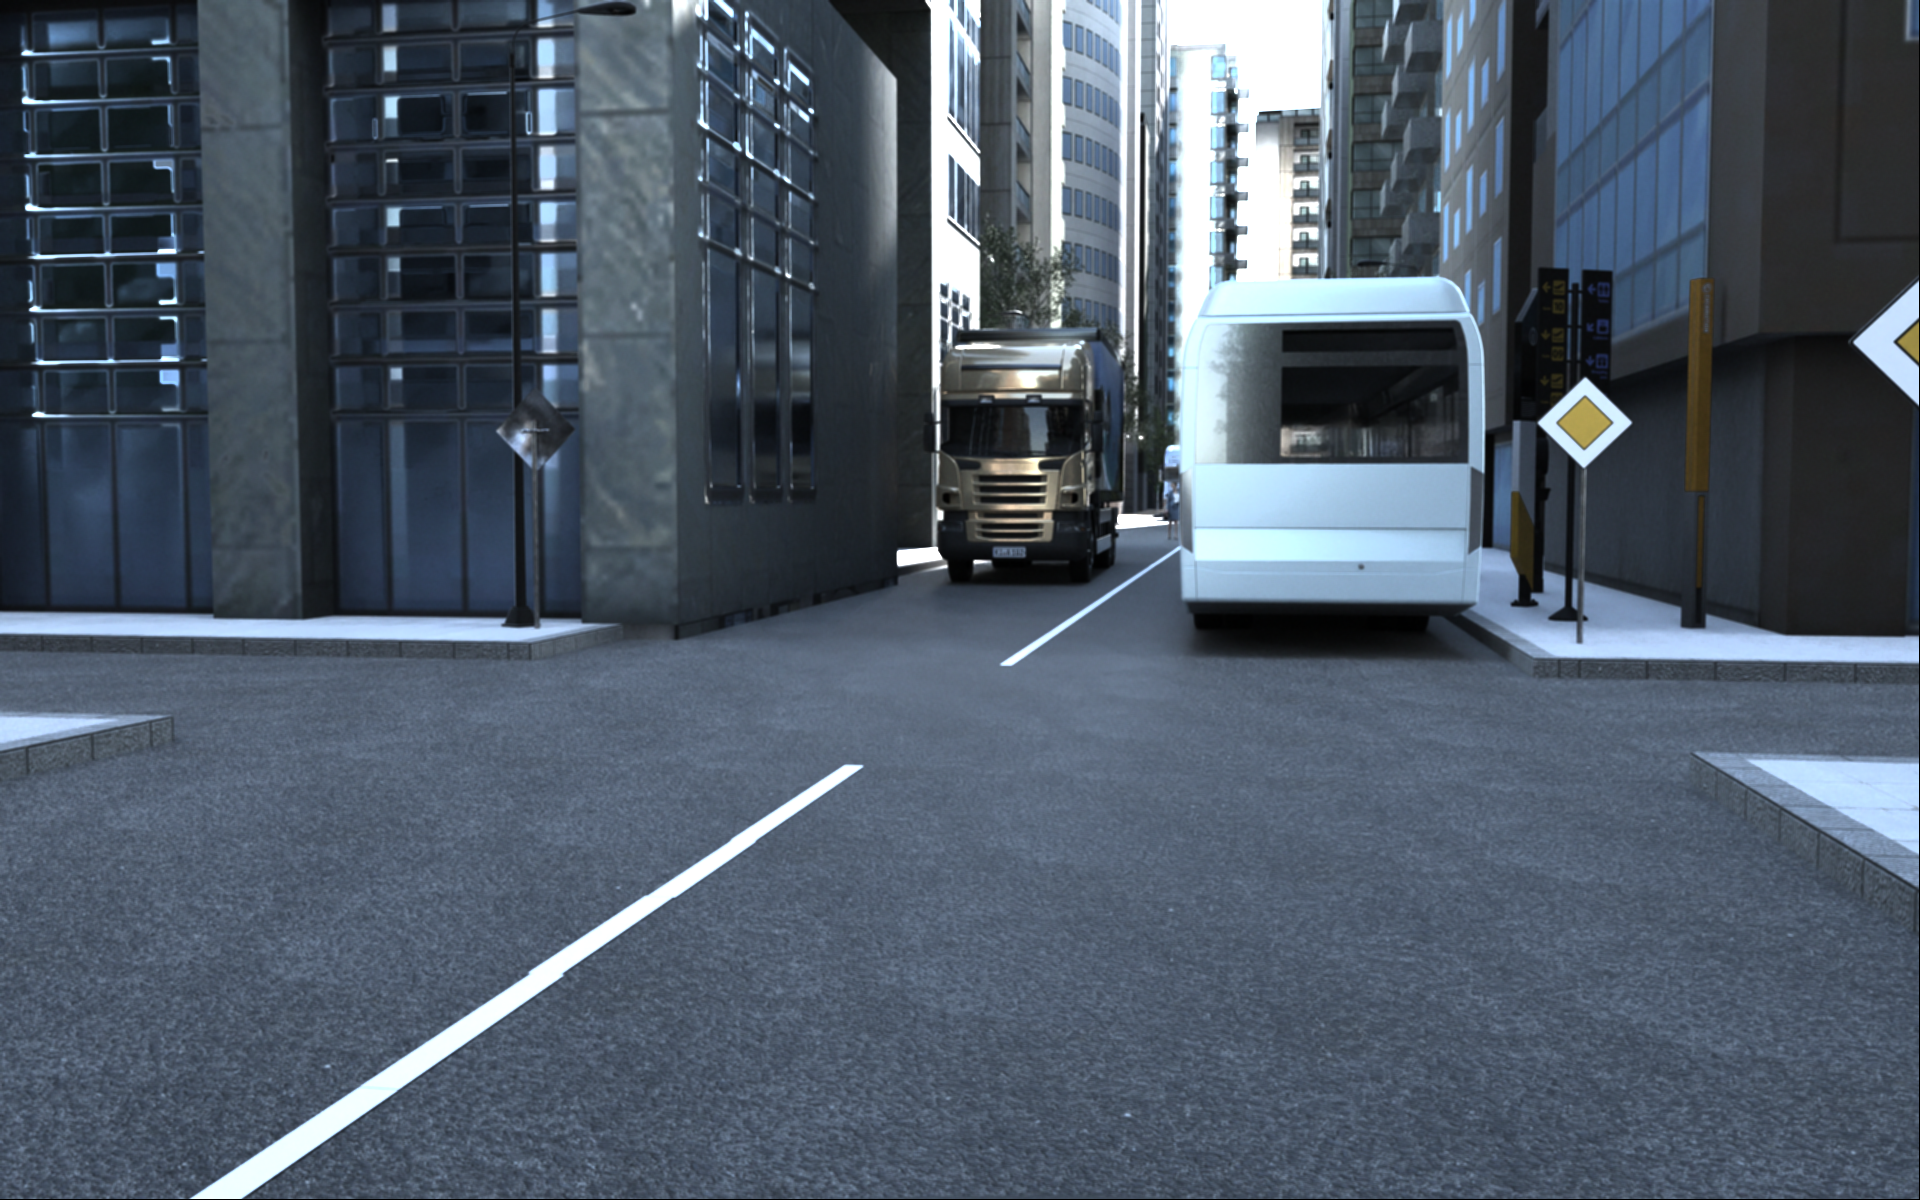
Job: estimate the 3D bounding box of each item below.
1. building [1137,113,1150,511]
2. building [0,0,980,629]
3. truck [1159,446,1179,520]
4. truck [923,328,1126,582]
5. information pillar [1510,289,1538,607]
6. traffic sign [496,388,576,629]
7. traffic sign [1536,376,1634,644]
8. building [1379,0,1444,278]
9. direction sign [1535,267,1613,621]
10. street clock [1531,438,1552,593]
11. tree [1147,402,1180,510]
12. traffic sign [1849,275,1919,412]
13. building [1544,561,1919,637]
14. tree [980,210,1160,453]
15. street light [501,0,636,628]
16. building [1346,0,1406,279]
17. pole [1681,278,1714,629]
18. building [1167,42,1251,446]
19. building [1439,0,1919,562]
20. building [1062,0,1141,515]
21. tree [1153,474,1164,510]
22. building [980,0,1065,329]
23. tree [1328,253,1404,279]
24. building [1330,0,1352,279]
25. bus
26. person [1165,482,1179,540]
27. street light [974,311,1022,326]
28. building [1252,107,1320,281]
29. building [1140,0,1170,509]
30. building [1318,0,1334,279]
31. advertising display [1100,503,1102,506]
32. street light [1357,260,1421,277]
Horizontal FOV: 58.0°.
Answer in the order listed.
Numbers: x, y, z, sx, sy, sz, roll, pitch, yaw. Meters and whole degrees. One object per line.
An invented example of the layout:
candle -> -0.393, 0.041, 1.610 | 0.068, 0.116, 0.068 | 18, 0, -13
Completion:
building -> 6.309, -21.716, 126.755 | 14.160, 30.474, 14.107 | 1, 4, 10
building -> -11.126, -43.965, 31.500 | 22.319, 86.520, 31.000 | 1, 4, 10
truck -> 13.442, -6.897, 102.517 | 2.967, 4.110, 18.799 | 0, 4, 8
truck -> 1.486, -2.613, 31.636 | 2.839, 4.237, 11.283 | 1, 4, 8
information pillar -> 6.422, -1.733, 19.690 | 0.183, 3.616, 0.504 | 3, 5, 40
traffic sign -> -4.030, -0.784, 16.454 | 0.795, 2.450, 0.064 | 1, 4, 10
traffic sign -> 5.322, -0.684, 14.823 | 0.795, 2.450, 0.064 | 1, 4, 10
building -> 28.912, -27.504, 69.303 | 23.786, 49.044, 30.456 | 1, 4, 10
direction sign -> 6.197, -1.562, 17.540 | 0.876, 3.537, 0.379 | -1, 4, -19
street clock -> 7.494, -1.097, 22.511 | 0.358, 2.002, 0.471 | 1, 4, 13
tree -> 15.549, -11.416, 137.010 | 4.737, 8.622, 4.395 | 0, 3, 0
traffic sign -> 3.962, -0.203, 6.954 | 0.795, 2.450, 0.064 | 1, 4, 10
building -> 15.215, -22.601, 19.643 | 14.200, 45.320, 14.600 | 1, 4, 10
tree -> 1.566, -7.542, 57.720 | 7.601, 10.594, 8.767 | -1, 4, -13
street light -> -3.733, -2.691, 16.546 | 1.470, 5.913, 1.316 | 1, 4, 10
building -> 29.120, -19.998, 98.669 | 14.160, 30.474, 14.107 | 1, 4, 10
pole -> 7.032, -1.386, 16.510 | 0.158, 3.312, 0.155 | 0, 3, 0
building -> 15.620, -34.659, 186.290 | 30.456, 49.044, 23.786 | 1, 4, 10
building -> 19.263, -23.868, 40.360 | 14.600, 45.320, 14.200 | 1, 4, 10
building -> -0.508, -34.458, 105.384 | 21.231, 58.520, 28.212 | 1, 4, 10
tree -> 16.329, -8.960, 141.099 | 1.663, 3.219, 1.824 | 0, 3, 0
building -> -3.389, -23.739, 71.733 | 14.154, 41.232, 14.086 | 1, 4, 10
tree -> 12.868, -6.287, 53.149 | 4.360, 8.622, 3.978 | 0, 3, 0
building -> 36.214, -35.254, 118.395 | 21.231, 58.520, 28.212 | 1, 4, 10
bus -> 4.184, -1.622, 21.382 | 2.948, 3.499, 13.247 | 1, 4, 9
person -> 6.764, -2.826, 54.734 | 0.581, 1.822, 0.654 | 0, 4, -1
street light -> 0.881, -4.380, 44.161 | 1.470, 5.913, 1.316 | 1, 4, 10
building -> 37.006, -30.215, 177.614 | 14.086, 41.232, 14.154 | 1, 4, 10
building -> 7.981, -43.860, 155.356 | 20.611, 71.187, 20.563 | 1, 4, 10
building -> 44.192, -34.019, 145.451 | 28.713, 52.752, 27.495 | 1, 4, 10
advertising display -> 6.283, -4.383, 76.883 | 0.123, 1.923, 0.974 | 1, 4, 10
street light -> 8.564, -3.785, 34.432 | 1.470, 5.913, 1.316 | 1, 4, 10
